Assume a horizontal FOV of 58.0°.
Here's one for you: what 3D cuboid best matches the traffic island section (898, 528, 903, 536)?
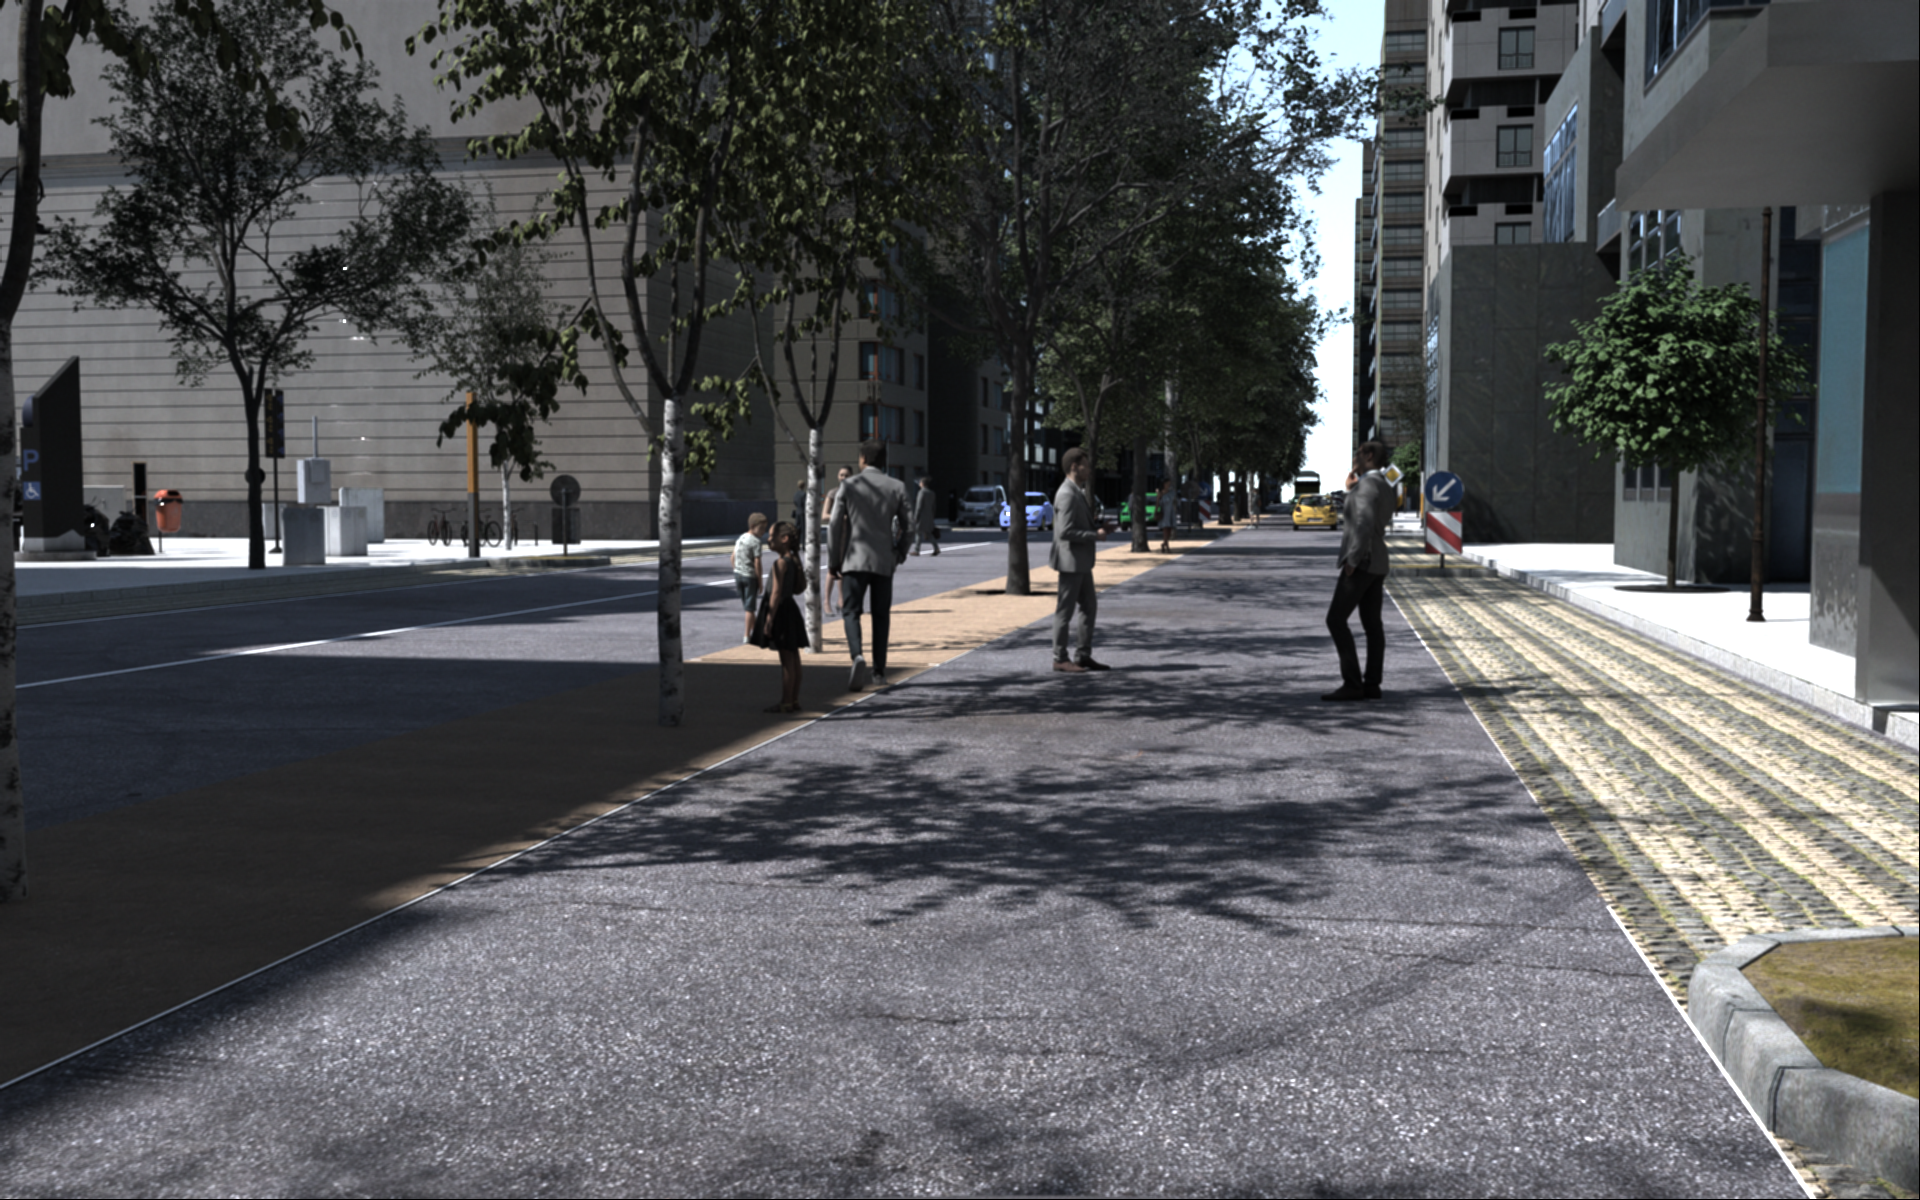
[{"bbox_3d":[-3.102,-2.242,58.942,2.009,0.180,2.903,1,4,12],"label":"traffic island section"}]

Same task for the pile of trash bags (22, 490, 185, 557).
[{"bbox_3d":[-17.768,-1.630,36.405,1.912,1.369,3.447,1,4,22],"label":"pile of trash bags"}]

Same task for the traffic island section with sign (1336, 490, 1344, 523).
[{"bbox_3d":[19.646,-4.678,85.111,1.989,1.847,2.006,1,4,12],"label":"traffic island section with sign"}]

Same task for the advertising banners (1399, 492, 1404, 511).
[{"bbox_3d":[33.768,-8.364,132.935,0.090,3.025,2.074,0,4,-2],"label":"advertising banners"}]

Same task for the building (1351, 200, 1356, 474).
[{"bbox_3d":[61.461,-33.992,239.369,14.154,41.232,14.086,1,4,12],"label":"building"}]

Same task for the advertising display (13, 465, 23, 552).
[{"bbox_3d":[-20.947,-2.015,38.159,0.974,1.923,0.123,-2,4,-29],"label":"advertising display"}]

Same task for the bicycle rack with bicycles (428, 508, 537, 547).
[{"bbox_3d":[-11.715,-1.806,42.902,2.852,0.926,2.925,-2,4,-30],"label":"bicycle rack with bicycles"}]

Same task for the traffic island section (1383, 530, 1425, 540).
[{"bbox_3d":[13.831,-2.028,55.445,2.009,0.180,2.903,1,4,12],"label":"traffic island section"}]

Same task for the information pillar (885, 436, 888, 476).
[{"bbox_3d":[-2.984,-4.820,70.163,0.183,3.616,0.504,0,4,4],"label":"information pillar"}]

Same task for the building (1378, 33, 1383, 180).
[{"bbox_3d":[45.268,-31.044,157.676,14.600,45.320,14.200,1,4,12],"label":"building"}]

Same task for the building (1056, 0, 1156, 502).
[{"bbox_3d":[9.937,-45.355,179.798,20.563,71.187,20.611,1,4,12],"label":"building"}]

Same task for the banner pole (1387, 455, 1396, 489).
[{"bbox_3d":[27.710,-7.423,111.375,0.401,3.779,0.863,-3,5,-43],"label":"banner pole"}]

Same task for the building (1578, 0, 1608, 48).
[{"bbox_3d":[40.187,-32.115,67.073,28.212,58.520,21.231,1,4,12],"label":"building"}]

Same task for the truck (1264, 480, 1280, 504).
[{"bbox_3d":[47.312,-16.757,263.727,2.967,4.110,18.799,1,4,11],"label":"truck"}]

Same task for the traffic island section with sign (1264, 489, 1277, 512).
[{"bbox_3d":[24.247,-7.932,137.831,2.006,1.907,1.989,1,4,12],"label":"traffic island section with sign"}]

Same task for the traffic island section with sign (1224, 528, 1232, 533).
[{"bbox_3d":[9.027,-3.432,64.245,2.006,1.907,1.989,1,4,12],"label":"traffic island section with sign"}]

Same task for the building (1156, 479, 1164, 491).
[{"bbox_3d":[8.147,-31.324,204.032,32.217,40.220,23.993,1,4,12],"label":"building"}]

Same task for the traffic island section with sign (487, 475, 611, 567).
[{"bbox_3d":[-8.119,-1.594,34.683,1.989,1.847,2.006,1,4,12],"label":"traffic island section with sign"}]

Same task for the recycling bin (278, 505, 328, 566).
[{"bbox_3d":[-11.887,-1.149,31.344,0.722,1.027,0.722,-1,4,-22],"label":"recycling bin"}]

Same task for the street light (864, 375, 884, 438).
[{"bbox_3d":[-3.334,-5.782,67.328,0.468,5.910,1.993,1,4,12],"label":"street light"}]

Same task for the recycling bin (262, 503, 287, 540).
[{"bbox_3d":[-19.420,-2.208,48.656,0.722,1.027,0.722,2,4,35],"label":"recycling bin"}]

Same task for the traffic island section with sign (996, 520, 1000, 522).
[{"bbox_3d":[2.906,-4.855,88.000,1.989,1.847,2.006,1,4,12],"label":"traffic island section with sign"}]

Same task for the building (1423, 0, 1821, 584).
[{"bbox_3d":[22.643,-44.209,35.494,22.319,86.520,31.000,1,4,12],"label":"building"}]

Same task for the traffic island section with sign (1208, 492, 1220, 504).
[{"bbox_3d":[35.532,-14.493,245.593,1.989,1.847,2.006,1,4,12],"label":"traffic island section with sign"}]

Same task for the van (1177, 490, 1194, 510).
[{"bbox_3d":[20.523,-9.277,158.692,2.013,2.044,4.112,1,4,11],"label":"van"}]

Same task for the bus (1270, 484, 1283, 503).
[{"bbox_3d":[52.162,-17.911,287.703,2.948,3.499,13.247,1,4,12],"label":"bus"}]

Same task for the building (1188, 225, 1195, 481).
[{"bbox_3d":[28.799,-37.443,262.300,14.600,45.320,14.200,1,4,12],"label":"building"}]

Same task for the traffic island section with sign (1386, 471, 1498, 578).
[{"bbox_3d":[8.335,-1.335,30.451,1.989,1.847,2.006,1,4,12],"label":"traffic island section with sign"}]

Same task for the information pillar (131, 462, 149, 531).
[{"bbox_3d":[-18.823,-2.158,39.773,0.304,2.012,0.304,-2,4,-29],"label":"information pillar"}]

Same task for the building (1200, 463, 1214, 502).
[{"bbox_3d":[35.226,-37.088,289.975,14.154,41.232,14.086,1,4,12],"label":"building"}]

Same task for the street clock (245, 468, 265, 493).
[{"bbox_3d":[-19.101,-2.594,46.974,0.358,2.002,0.471,3,5,43],"label":"street clock"}]

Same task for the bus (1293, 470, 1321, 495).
[{"bbox_3d":[36.097,-11.531,180.083,2.896,3.916,12.252,1,4,11],"label":"bus"}]

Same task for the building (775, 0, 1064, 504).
[{"bbox_3d":[-5.206,-30.926,125.249,23.786,49.044,30.456,1,4,12],"label":"building"}]

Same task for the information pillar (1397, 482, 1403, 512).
[{"bbox_3d":[30.826,-7.964,121.566,0.504,3.616,0.183,3,4,38],"label":"information pillar"}]

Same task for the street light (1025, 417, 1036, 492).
[{"bbox_3d":[4.221,-8.030,104.072,0.468,5.910,1.993,1,4,12],"label":"street light"}]

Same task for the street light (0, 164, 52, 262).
[{"bbox_3d":[-12.646,-3.056,22.761,0.468,5.910,1.993,1,4,12],"label":"street light"}]

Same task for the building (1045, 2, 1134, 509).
[{"bbox_3d":[4.221,-30.690,156.412,22.147,44.769,28.867,1,4,12],"label":"building"}]

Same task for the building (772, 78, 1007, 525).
[{"bbox_3d":[-13.812,-14.797,86.970,27.650,21.520,28.899,1,4,12],"label":"building"}]

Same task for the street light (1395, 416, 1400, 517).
[{"bbox_3d":[24.803,-7.674,98.260,0.468,5.910,1.993,1,4,12],"label":"street light"}]

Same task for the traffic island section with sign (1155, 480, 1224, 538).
[{"bbox_3d":[7.516,-2.988,56.992,2.006,1.907,1.989,1,4,12],"label":"traffic island section with sign"}]

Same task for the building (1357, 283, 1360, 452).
[{"bbox_3d":[58.974,-27.756,225.510,14.160,30.474,14.107,1,4,12],"label":"building"}]

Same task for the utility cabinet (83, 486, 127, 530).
[{"bbox_3d":[-22.996,-2.306,46.390,1.173,1.500,0.318,-1,4,-9],"label":"utility cabinet"}]

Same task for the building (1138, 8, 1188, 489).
[{"bbox_3d":[20.929,-56.653,238.948,22.319,86.520,31.000,1,4,12],"label":"building"}]

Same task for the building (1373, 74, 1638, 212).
[{"bbox_3d":[54.116,-34.214,179.014,23.786,49.044,30.456,1,4,12],"label":"building"}]

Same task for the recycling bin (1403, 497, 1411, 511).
[{"bbox_3d":[34.582,-7.483,134.897,0.722,1.027,0.722,-2,4,-28],"label":"recycling bin"}]

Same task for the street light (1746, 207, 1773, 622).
[{"bbox_3d":[8.026,-2.722,17.287,0.468,5.910,1.993,1,4,12],"label":"street light"}]

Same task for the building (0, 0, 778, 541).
[{"bbox_3d":[-19.199,-15.756,54.873,25.104,27.353,12.463,1,4,12],"label":"building"}]

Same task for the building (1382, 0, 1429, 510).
[{"bbox_3d":[41.895,-28.116,143.290,14.154,41.232,14.086,1,4,12],"label":"building"}]

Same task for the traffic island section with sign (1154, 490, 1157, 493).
[{"bbox_3d":[18.710,-9.522,164.320,1.989,1.847,2.006,1,4,12],"label":"traffic island section with sign"}]

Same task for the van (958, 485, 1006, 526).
[{"bbox_3d":[1.018,-4.325,77.724,2.013,2.044,4.112,1,4,11],"label":"van"}]

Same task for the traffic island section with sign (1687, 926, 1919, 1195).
[{"bbox_3d":[2.871,0.280,4.053,1.989,1.847,2.006,1,4,12],"label":"traffic island section with sign"}]

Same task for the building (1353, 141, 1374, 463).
[{"bbox_3d":[53.771,-31.708,202.022,14.154,41.232,14.086,1,4,12],"label":"building"}]

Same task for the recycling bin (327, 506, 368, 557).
[{"bbox_3d":[-12.754,-1.420,35.764,0.722,1.027,0.722,2,4,27],"label":"recycling bin"}]

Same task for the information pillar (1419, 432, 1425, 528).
[{"bbox_3d":[17.290,-4.484,64.672,0.183,3.616,0.504,1,4,22],"label":"information pillar"}]

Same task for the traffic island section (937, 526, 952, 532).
[{"bbox_3d":[-1.483,-2.721,66.762,2.009,0.180,2.903,1,4,12],"label":"traffic island section"}]

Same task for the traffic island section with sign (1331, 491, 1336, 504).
[{"bbox_3d":[25.231,-6.327,112.080,1.989,1.847,2.006,1,4,12],"label":"traffic island section with sign"}]

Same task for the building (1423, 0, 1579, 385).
[{"bbox_3d":[43.018,-31.564,105.315,28.713,52.752,27.495,1,4,12],"label":"building"}]

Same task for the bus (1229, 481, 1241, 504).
[{"bbox_3d":[38.842,-15.176,242.985,2.948,3.499,13.247,1,4,10],"label":"bus"}]

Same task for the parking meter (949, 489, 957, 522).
[{"bbox_3d":[-0.341,-4.348,79.497,0.372,1.533,0.369,0,3,0],"label":"parking meter"}]
